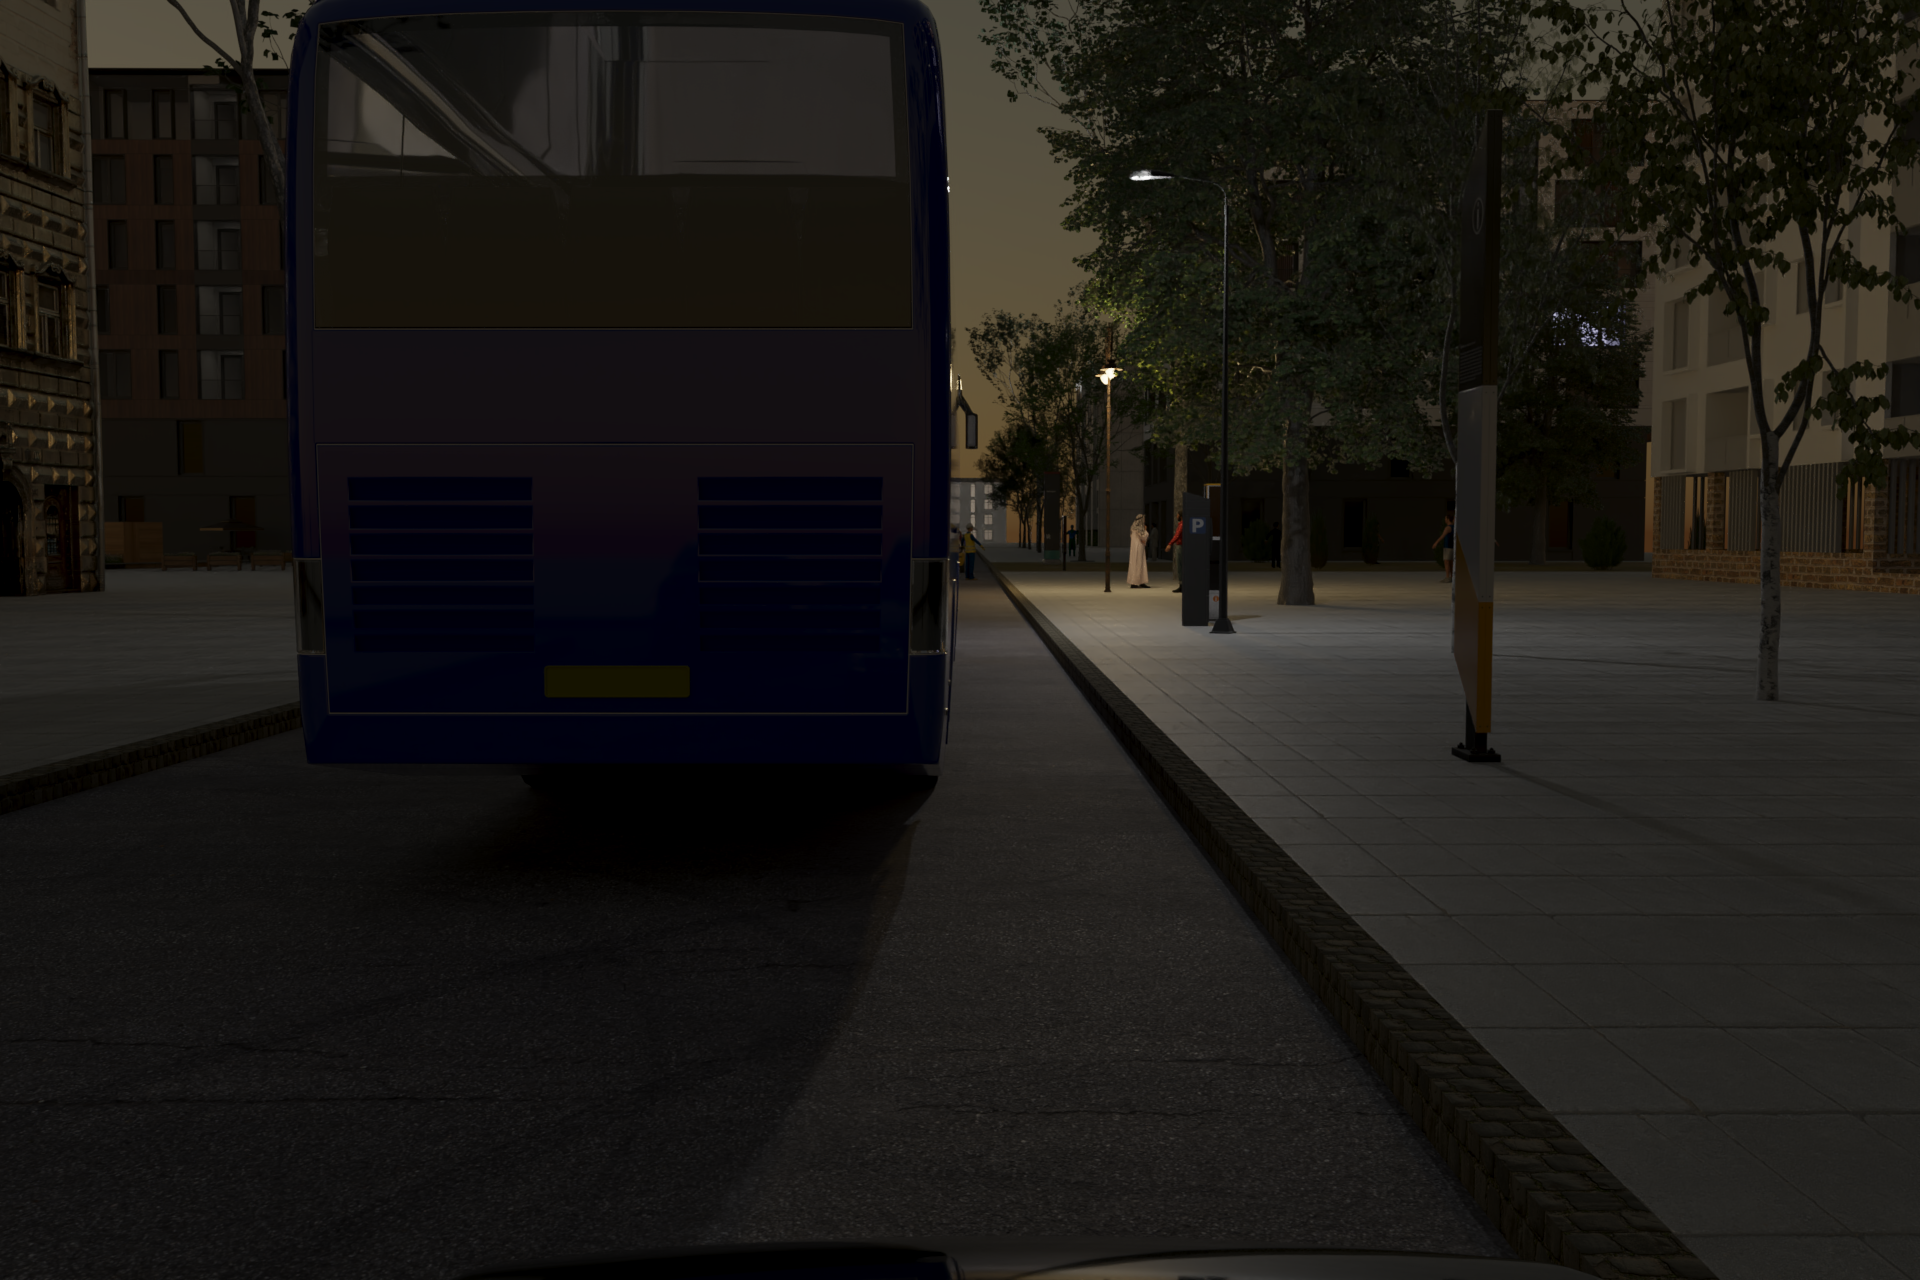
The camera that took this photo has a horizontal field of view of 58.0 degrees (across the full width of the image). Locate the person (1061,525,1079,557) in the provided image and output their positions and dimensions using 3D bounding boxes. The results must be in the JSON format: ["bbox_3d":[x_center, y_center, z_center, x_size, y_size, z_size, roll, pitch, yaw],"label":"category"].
[{"bbox_3d":[6.357,-5.626,98.104,1.347,1.817,0.704,1,4,8],"label":"person"}]

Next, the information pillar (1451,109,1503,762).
[{"bbox_3d":[2.949,-1.133,9.872,0.183,3.616,0.504,0,3,0],"label":"information pillar"}]

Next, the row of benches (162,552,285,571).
[{"bbox_3d":[-25.655,-2.762,60.619,4.104,0.672,1.422,-1,4,-16],"label":"row of benches"}]

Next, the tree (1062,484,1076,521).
[{"bbox_3d":[18.715,-19.705,256.582,7.601,10.594,8.767,0,4,-5],"label":"tree"}]

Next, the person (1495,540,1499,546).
[{"bbox_3d":[16.052,-2.907,53.688,1.344,1.810,0.704,-1,4,-12],"label":"person"}]

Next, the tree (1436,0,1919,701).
[{"bbox_3d":[6.038,-3.833,13.035,4.737,8.622,4.395,0,3,0],"label":"tree"}]

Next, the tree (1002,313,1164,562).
[{"bbox_3d":[5.771,-9.461,80.449,9.928,11.665,9.643,0,3,0],"label":"tree"}]

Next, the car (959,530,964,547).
[{"bbox_3d":[-0.645,-8.349,145.178,2.281,1.827,5.304,0,4,0],"label":"car"}]

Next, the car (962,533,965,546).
[{"bbox_3d":[-0.007,-9.493,164.807,1.945,1.707,3.694,0,4,-1],"label":"car"}]

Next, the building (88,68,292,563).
[{"bbox_3d":[-29.135,-15.213,92.705,27.936,21.610,32.646,0,4,-1],"label":"building"}]

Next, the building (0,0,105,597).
[{"bbox_3d":[-28.389,-12.112,28.962,19.493,23.208,18.063,0,4,0],"label":"building"}]

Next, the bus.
[{"bbox_3d":[-1.276,-1.287,12.597,2.896,3.916,12.251,0,4,0],"label":"bus"}]

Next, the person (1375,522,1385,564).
[{"bbox_3d":[17.777,-4.147,73.952,0.704,1.843,1.345,0,4,-7],"label":"person"}]

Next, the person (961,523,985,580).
[{"bbox_3d":[0.378,-2.746,53.826,0.721,1.772,1.216,-2,4,-35],"label":"person"}]

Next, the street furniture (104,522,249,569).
[{"bbox_3d":[-34.086,-3.630,66.210,9.812,1.723,11.010,1,4,19],"label":"street furniture"}]

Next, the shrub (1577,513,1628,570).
[{"bbox_3d":[22.882,-3.501,61.656,1.690,2.028,1.600,0,3,0],"label":"shrub"}]

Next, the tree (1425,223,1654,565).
[{"bbox_3d":[24.344,-10.144,72.502,9.857,13.997,8.962,0,3,0],"label":"tree"}]

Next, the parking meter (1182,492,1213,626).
[{"bbox_3d":[3.303,-1.126,24.126,0.399,1.863,0.255,0,4,0],"label":"parking meter"}]

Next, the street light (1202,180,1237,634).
[{"bbox_3d":[3.942,-3.038,22.212,1.470,5.913,1.316,0,4,0],"label":"street light"}]

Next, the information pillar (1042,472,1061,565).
[{"bbox_3d":[3.833,-5.069,72.256,0.750,3.857,0.750,0,4,-1],"label":"information pillar"}]

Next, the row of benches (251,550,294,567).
[{"bbox_3d":[-26.606,-3.309,69.557,1.422,0.672,4.104,2,4,34],"label":"row of benches"}]

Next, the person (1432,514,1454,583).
[{"bbox_3d":[12.930,-2.428,45.872,0.704,1.807,1.345,3,5,43],"label":"person"}]

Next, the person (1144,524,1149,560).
[{"bbox_3d":[9.239,-4.901,86.404,0.705,1.796,1.348,1,4,8],"label":"person"}]

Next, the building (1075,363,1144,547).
[{"bbox_3d":[22.058,-19.645,187.648,16.747,18.905,31.486,0,4,0],"label":"building"}]

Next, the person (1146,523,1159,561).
[{"bbox_3d":[9.080,-4.597,81.351,0.705,1.806,1.347,2,4,28],"label":"person"}]

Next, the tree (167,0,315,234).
[{"bbox_3d":[-10.933,-10.338,24.918,12.611,20.169,13.585,0,3,0],"label":"tree"}]

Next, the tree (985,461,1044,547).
[{"bbox_3d":[6.017,-14.155,165.843,7.601,10.594,8.767,-3,5,-41],"label":"tree"}]

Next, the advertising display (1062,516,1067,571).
[{"bbox_3d":[3.652,-3.390,60.643,0.123,1.923,0.974,0,4,0],"label":"advertising display"}]

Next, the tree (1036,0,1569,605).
[{"bbox_3d":[6.160,-7.602,30.946,9.857,13.997,8.962,0,3,0],"label":"tree"}]

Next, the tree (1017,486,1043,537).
[{"bbox_3d":[10.001,-18.304,249.627,4.737,8.622,4.395,0,3,0],"label":"tree"}]

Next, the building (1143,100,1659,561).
[{"bbox_3d":[24.125,-15.547,98.172,27.936,21.610,32.646,0,4,0],"label":"building"}]

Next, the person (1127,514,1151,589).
[{"bbox_3d":[4.229,-2.081,40.736,0.621,1.740,0.551,0,4,-7],"label":"person"}]

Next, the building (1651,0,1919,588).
[{"bbox_3d":[25.149,-11.725,48.120,16.016,20.090,11.380,0,4,0],"label":"building"}]

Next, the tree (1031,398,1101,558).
[{"bbox_3d":[5.325,-8.785,94.000,4.360,8.622,3.978,0,3,0],"label":"tree"}]

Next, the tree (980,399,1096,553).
[{"bbox_3d":[5.348,-11.206,117.626,8.767,10.594,7.601,1,4,10],"label":"tree"}]

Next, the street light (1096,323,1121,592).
[{"bbox_3d":[3.257,-3.990,38.021,0.468,5.910,1.993,0,4,0],"label":"street light"}]

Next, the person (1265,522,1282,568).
[{"bbox_3d":[12.006,-3.593,65.463,0.721,1.740,1.216,-3,5,-42],"label":"person"}]

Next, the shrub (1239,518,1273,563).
[{"bbox_3d":[13.375,-4.473,77.551,1.690,2.028,1.600,0,3,0],"label":"shrub"}]

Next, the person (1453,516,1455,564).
[{"bbox_3d":[13.950,-2.602,48.719,0.705,1.807,1.348,2,4,32],"label":"person"}]

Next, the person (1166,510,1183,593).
[{"bbox_3d":[4.830,-1.941,37.842,0.704,1.816,1.345,2,4,27],"label":"person"}]

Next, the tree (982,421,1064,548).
[{"bbox_3d":[5.711,-14.010,154.812,9.928,11.665,9.643,0,3,0],"label":"tree"}]

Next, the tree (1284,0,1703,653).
[{"bbox_3d":[5.147,-4.166,18.476,4.360,8.622,3.978,0,3,0],"label":"tree"}]

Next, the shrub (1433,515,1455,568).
[{"bbox_3d":[17.474,-3.461,61.001,1.690,2.028,1.600,0,3,0],"label":"shrub"}]

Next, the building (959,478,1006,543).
[{"bbox_3d":[-7.081,-18.950,254.435,28.070,9.664,9.099,0,4,0],"label":"building"}]

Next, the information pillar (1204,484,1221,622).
[{"bbox_3d":[3.746,-1.281,25.440,0.304,2.012,0.304,0,4,0],"label":"information pillar"}]

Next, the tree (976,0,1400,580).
[{"bbox_3d":[7.566,-11.698,47.160,12.611,20.169,13.585,0,3,0],"label":"tree"}]

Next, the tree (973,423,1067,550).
[{"bbox_3d":[5.554,-12.730,142.550,8.767,10.594,7.601,-3,5,-40],"label":"tree"}]

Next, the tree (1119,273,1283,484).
[{"bbox_3d":[10.001,-8.708,68.132,9.928,11.665,9.643,0,3,0],"label":"tree"}]

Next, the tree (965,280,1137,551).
[{"bbox_3d":[7.042,-16.701,128.949,12.611,20.169,13.585,0,3,0],"label":"tree"}]

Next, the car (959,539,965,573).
[{"bbox_3d":[-0.654,-3.385,65.575,2.015,1.641,3.980,0,4,0],"label":"car"}]
